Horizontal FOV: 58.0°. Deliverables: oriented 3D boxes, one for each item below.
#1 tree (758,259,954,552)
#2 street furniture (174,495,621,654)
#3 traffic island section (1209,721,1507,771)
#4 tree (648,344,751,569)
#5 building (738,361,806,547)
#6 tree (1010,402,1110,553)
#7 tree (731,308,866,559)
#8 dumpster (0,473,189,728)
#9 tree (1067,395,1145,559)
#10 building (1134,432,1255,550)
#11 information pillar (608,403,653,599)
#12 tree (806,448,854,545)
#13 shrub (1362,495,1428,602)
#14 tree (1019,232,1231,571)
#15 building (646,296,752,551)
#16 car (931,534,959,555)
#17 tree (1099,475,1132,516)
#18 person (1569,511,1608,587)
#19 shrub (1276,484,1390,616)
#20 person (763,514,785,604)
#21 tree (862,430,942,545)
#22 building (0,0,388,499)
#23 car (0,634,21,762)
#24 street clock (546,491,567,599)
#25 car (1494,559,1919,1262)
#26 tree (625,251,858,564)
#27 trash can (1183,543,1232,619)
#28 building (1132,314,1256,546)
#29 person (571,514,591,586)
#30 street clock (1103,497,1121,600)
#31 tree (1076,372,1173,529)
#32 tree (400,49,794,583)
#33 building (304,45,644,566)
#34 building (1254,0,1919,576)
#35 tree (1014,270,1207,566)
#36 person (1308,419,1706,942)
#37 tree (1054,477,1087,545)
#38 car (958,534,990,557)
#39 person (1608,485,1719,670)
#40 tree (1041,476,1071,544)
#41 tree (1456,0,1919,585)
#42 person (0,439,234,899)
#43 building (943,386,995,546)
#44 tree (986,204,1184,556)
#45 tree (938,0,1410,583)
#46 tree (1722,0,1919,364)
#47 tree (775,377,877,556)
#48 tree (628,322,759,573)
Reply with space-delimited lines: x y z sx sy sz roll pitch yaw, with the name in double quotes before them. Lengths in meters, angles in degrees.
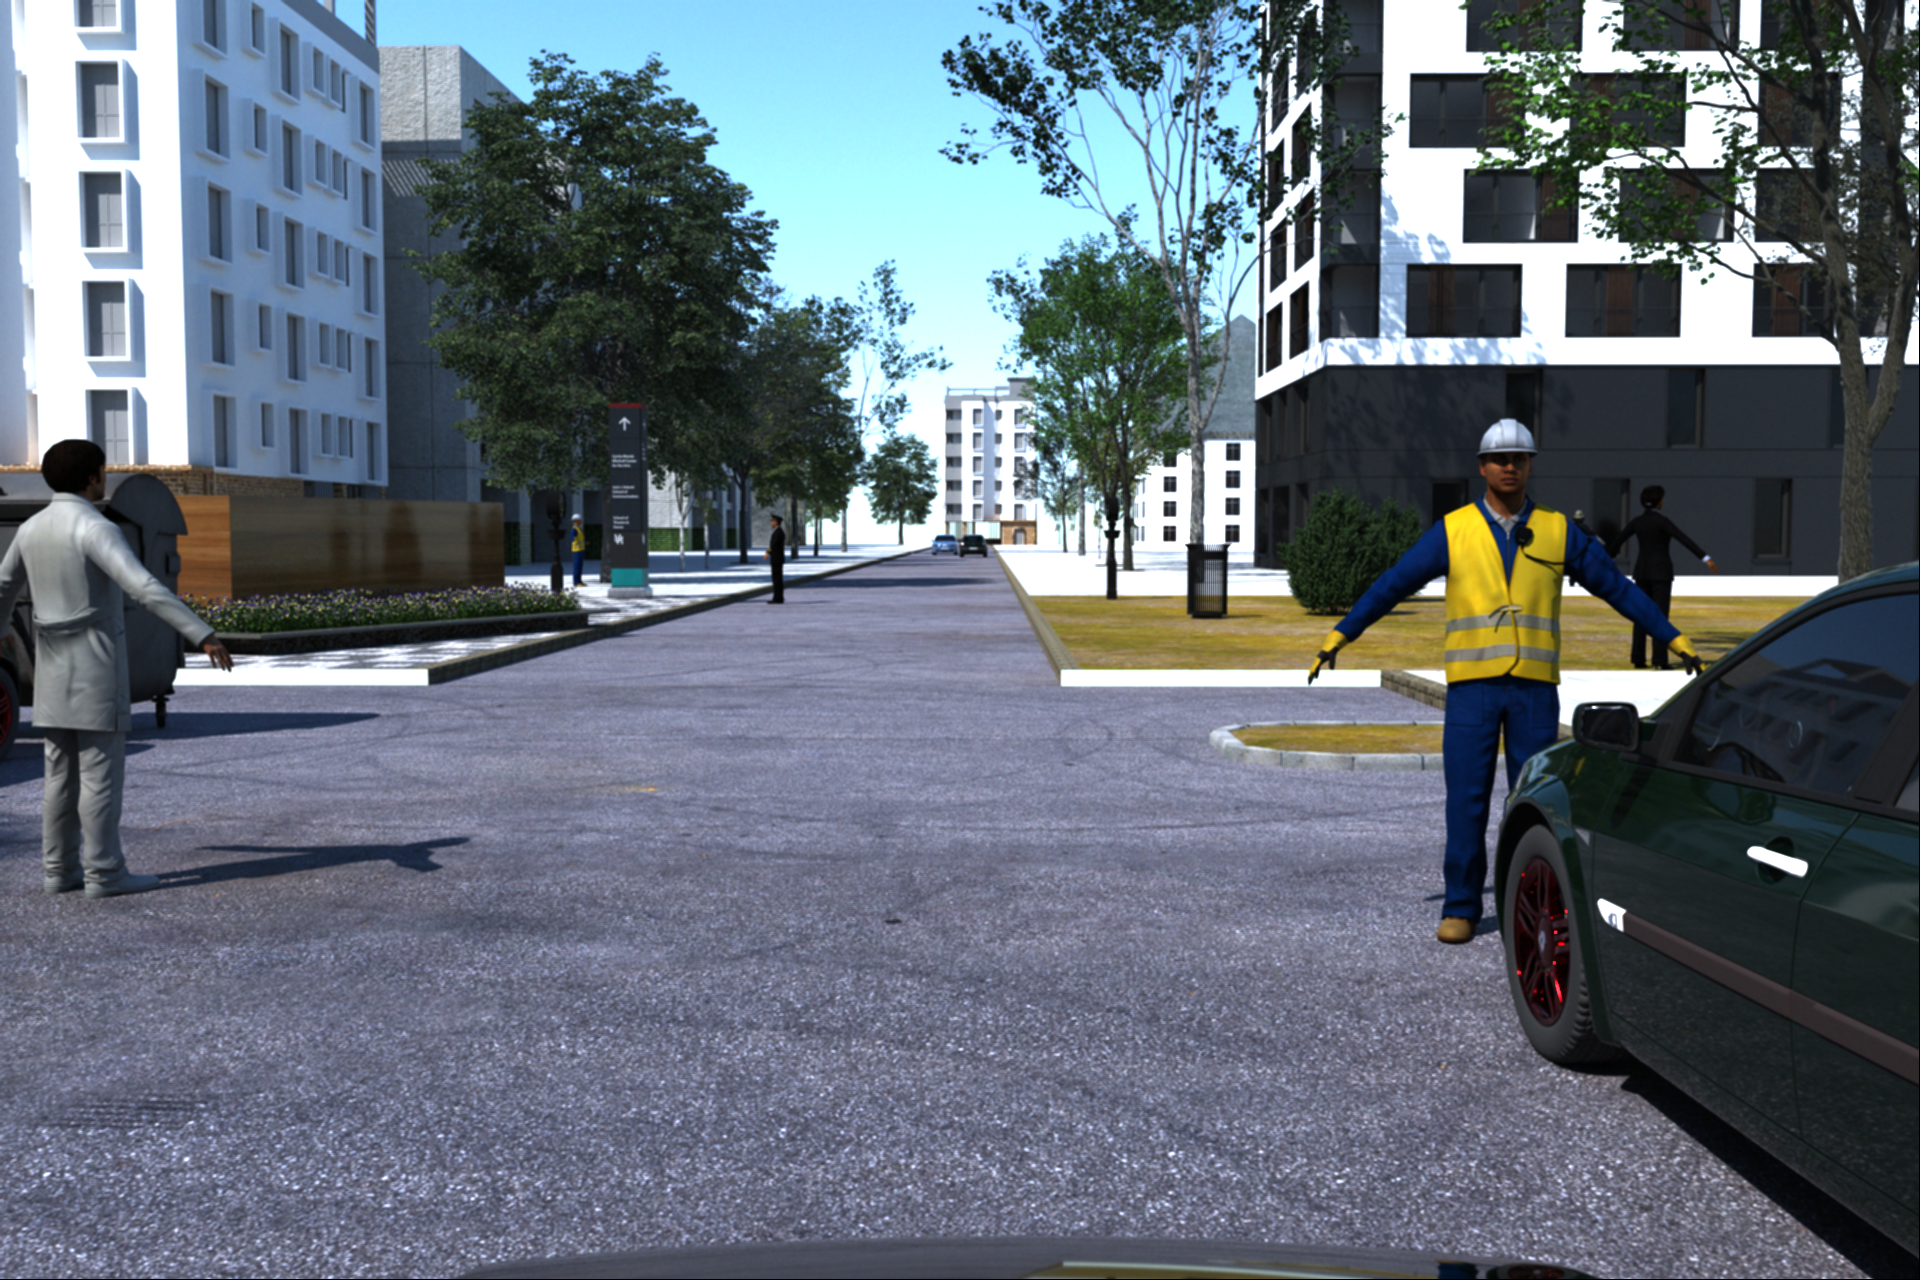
"tree" -7.224 -16.133 119.667 12.611 20.169 13.585 0 3 0
"street furniture" -9.160 -0.883 21.285 11.010 1.723 9.812 1 4 22
"traffic island section" 2.697 0.696 11.485 1.991 0.108 1.994 0 4 1
"tree" -9.147 -6.948 63.956 4.360 8.622 3.978 0 3 0
"building" -26.777 -21.656 185.011 19.493 23.208 18.063 0 4 1
"tree" 6.892 -11.258 118.488 7.601 10.594 8.767 0 4 -8
"tree" -8.826 -10.378 87.809 7.486 12.596 7.792 0 3 0
"dumpster" -6.621 -0.249 12.279 1.865 1.857 1.264 0 4 1
"tree" 7.372 -8.471 88.869 4.737 8.622 4.395 0 3 0
"building" 21.266 -13.073 155.895 9.099 9.664 28.070 0 4 1
"information pillar" -6.605 -2.766 34.595 0.750 3.857 0.750 0 4 1
"tree" -16.582 -17.917 211.063 7.486 12.596 7.792 0 3 0
"shrub" 8.236 -1.749 33.013 1.690 2.028 1.600 0 3 0
"tree" 5.738 -8.219 60.141 9.928 11.665 9.643 0 3 0
"building" -28.216 -17.037 145.005 16.747 18.905 31.486 0 4 2
"car" -1.008 -6.558 119.219 2.014 1.417 4.499 0 4 1
"tree" 20.230 -16.750 208.274 7.601 10.594 8.767 0 4 6
"person" 15.128 -2.237 42.359 1.354 1.856 0.705 2 4 35
"shrub" 5.907 -1.428 27.395 1.661 2.075 1.752 0 3 0
"person" -3.788 -1.666 35.627 0.705 1.837 1.347 0 4 6
"tree" -7.100 -18.607 210.877 9.857 13.997 8.962 0 3 0
"building" -25.064 -11.664 47.134 16.016 20.090 11.380 0 4 0
"car" -6.832 0.029 9.306 2.009 1.686 4.222 0 4 1
"street clock" -6.767 -1.498 29.060 0.358 2.002 0.471 0 4 1
"car" 2.428 0.385 3.497 2.009 1.686 4.222 0 4 0
"tree" -9.430 -10.049 74.669 12.009 13.543 11.850 0 3 0
"trash can" 3.768 -0.901 26.378 0.748 1.137 0.748 0 3 0
"building" 28.179 -21.484 182.193 19.493 23.208 18.063 0 4 1
"person" -9.299 -2.206 42.531 0.721 1.772 1.216 0 4 5
"street clock" 2.981 -1.797 33.957 0.358 2.002 0.471 0 4 -1
"tree" 7.040 -7.755 77.165 4.737 8.622 4.395 0 3 0
"tree" -9.201 -8.454 44.884 9.857 13.997 8.962 0 3 0
"building" -26.003 -12.998 78.979 16.747 18.905 31.486 0 4 2
"building" 25.299 -13.722 68.325 27.936 21.610 32.646 0 4 1
"tree" 5.960 -8.758 68.956 9.928 11.665 9.643 0 3 0
"person" 1.912 0.143 6.096 1.349 1.833 0.705 1 4 11
"tree" 13.493 -15.767 208.149 4.737 8.622 4.395 0 3 0
"car" 0.845 -6.001 107.903 2.009 1.686 4.222 0 4 1
"person" 6.623 -0.594 16.439 0.721 1.740 1.216 -2 4 -31
"tree" 12.014 -16.061 212.957 4.737 8.622 4.395 0 3 0
"tree" 8.383 -5.501 15.694 9.928 11.665 9.643 0 3 0
"person" -3.482 0.105 6.921 1.347 1.806 0.705 2 4 24
"building" -1.799 -21.663 213.073 11.380 20.090 16.016 0 4 2
"tree" 7.582 -14.970 100.655 12.611 20.169 13.585 0 3 0
"tree" 5.009 -11.502 43.942 12.611 20.169 13.585 0 3 0
"tree" 17.812 -7.250 28.912 12.009 13.543 11.850 0 3 0
"tree" -8.185 -10.234 101.744 7.601 10.594 8.767 -3 4 -36
"tree" -9.418 -6.553 57.500 4.360 8.622 3.978 0 3 0
